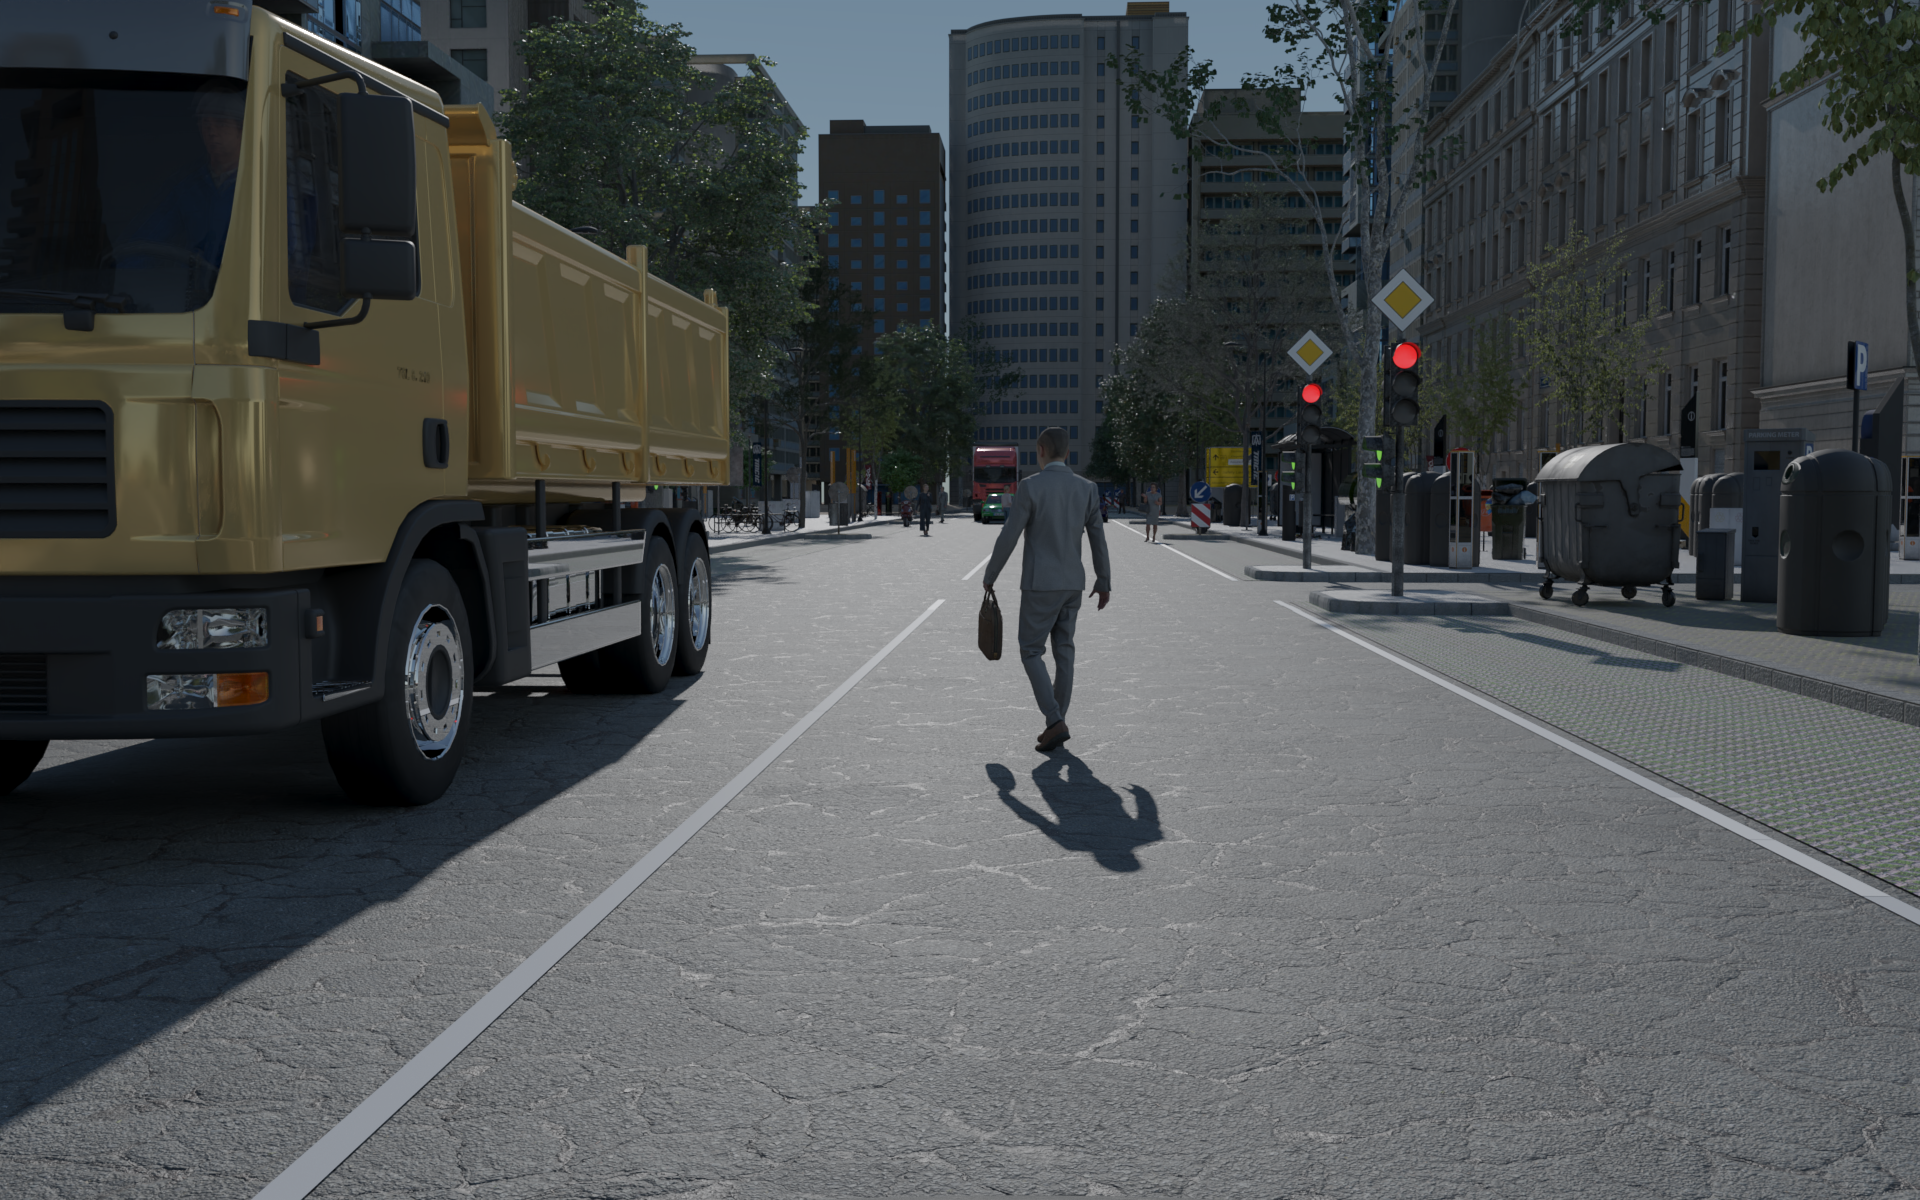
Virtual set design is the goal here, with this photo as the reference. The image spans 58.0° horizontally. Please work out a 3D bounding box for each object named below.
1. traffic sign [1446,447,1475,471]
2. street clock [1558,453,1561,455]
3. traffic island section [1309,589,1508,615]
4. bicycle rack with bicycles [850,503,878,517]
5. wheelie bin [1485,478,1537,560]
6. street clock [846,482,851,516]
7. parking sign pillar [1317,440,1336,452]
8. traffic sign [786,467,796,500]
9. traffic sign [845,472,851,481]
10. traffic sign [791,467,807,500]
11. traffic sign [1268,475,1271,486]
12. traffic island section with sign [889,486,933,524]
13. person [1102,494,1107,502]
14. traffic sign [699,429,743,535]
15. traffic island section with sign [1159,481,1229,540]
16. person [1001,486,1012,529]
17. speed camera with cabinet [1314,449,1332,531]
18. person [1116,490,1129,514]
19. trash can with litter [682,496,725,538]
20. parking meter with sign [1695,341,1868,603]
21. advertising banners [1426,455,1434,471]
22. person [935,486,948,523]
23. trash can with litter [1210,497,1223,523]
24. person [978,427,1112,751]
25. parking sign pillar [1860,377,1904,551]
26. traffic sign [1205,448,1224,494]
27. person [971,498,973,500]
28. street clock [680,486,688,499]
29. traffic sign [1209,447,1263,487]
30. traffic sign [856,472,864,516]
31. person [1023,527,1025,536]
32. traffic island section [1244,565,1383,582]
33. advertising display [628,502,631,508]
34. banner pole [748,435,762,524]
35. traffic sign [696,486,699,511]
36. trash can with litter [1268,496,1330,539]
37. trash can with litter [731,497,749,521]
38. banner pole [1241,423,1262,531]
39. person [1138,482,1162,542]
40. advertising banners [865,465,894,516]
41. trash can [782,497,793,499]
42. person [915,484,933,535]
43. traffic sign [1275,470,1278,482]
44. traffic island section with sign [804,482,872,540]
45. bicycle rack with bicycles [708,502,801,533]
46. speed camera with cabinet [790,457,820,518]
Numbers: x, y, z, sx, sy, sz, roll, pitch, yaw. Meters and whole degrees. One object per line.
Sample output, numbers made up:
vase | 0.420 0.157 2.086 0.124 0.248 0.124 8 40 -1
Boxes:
traffic sign | 13.643 -2.885 47.275 0.768 2.556 0.104 1 4 11
street clock | 10.562 -1.577 30.352 0.358 2.002 0.471 1 4 18
traffic island section | 5.525 0.030 21.793 2.009 0.180 2.903 0 4 3
bicycle rack with bicycles | -6.053 -5.146 97.524 2.925 0.926 2.852 -1 4 -13
wheelie bin | 10.754 -1.586 33.841 0.980 1.594 0.693 1 4 22
street clock | -6.412 -5.840 100.048 0.358 2.002 0.471 -2 4 -30
parking sign pillar | 17.319 -5.673 81.231 1.447 3.967 1.447 2 4 29
traffic sign | -7.800 -4.965 81.283 0.768 2.556 0.104 1 4 9
traffic sign | -6.381 -6.189 101.301 0.768 2.556 0.104 1 4 11
traffic sign | -7.525 -4.953 81.083 0.768 2.556 0.104 0 4 5
traffic sign | 15.800 -5.351 89.615 0.606 2.300 0.079 0 4 6
traffic island section with sign | -2.284 -4.494 82.104 1.989 1.847 2.006 0 4 3
person | 11.712 -7.929 141.397 1.065 1.426 0.557 -3 5 -43
traffic sign | -7.926 -3.716 54.628 2.265 3.308 0.079 1 4 12
traffic island section with sign | 7.415 -2.813 54.612 1.989 1.847 2.006 0 4 3
person | 1.759 -3.434 65.312 0.731 1.740 0.598 3 4 38
speed camera with cabinet | 12.285 -4.008 59.869 2.038 3.252 0.660 -1 4 -10
person | 11.630 -7.053 124.373 0.990 1.755 0.434 3 4 36
trash can with litter | -8.123 -2.414 50.529 2.233 1.210 1.678 2 4 28
parking meter with sign | 9.662 -1.480 20.465 1.738 3.016 0.543 3 5 41
advertising banners | 22.019 -5.047 78.711 2.074 3.025 0.090 -1 4 -20
person | -0.920 -4.780 86.756 0.694 1.812 0.767 3 4 36
trash can with litter | 11.665 -4.038 77.413 1.055 1.170 0.624 2 4 23
person | 0.499 -0.078 9.889 0.709 1.813 0.853 -2 4 -27
parking sign pillar | 21.007 -3.123 39.527 1.447 3.967 1.447 -3 5 -40
traffic sign | 11.855 -5.004 75.686 2.265 3.308 0.079 0 4 6
person | 1.427 -7.814 136.200 1.348 1.831 0.705 -3 5 -41
street clock | -11.957 -4.312 75.064 0.471 2.002 0.358 -1 4 -15
traffic sign | 11.838 -4.924 74.375 2.265 3.308 0.079 0 4 4
traffic sign | -5.888 -6.052 99.061 0.768 2.556 0.104 1 4 12
person | 1.833 -2.253 46.337 0.522 1.701 0.512 1 4 16
traffic island section | 5.984 -0.458 29.765 2.009 0.180 2.903 0 4 3
advertising display | -17.320 -5.213 90.447 0.974 1.923 0.123 0 4 5
banner pole | -8.726 -5.101 73.419 0.863 3.779 0.401 2 4 29
traffic sign | -7.902 -3.185 52.174 0.768 2.556 0.104 1 4 11
trash can with litter | 9.857 -2.373 49.859 1.678 1.210 2.233 0 4 -1
trash can with litter | -9.927 -4.144 79.139 1.055 1.170 0.624 0 4 -5
banner pole | 10.246 -4.321 60.670 0.401 3.779 0.863 -3 5 -42
person | 5.643 -2.615 51.614 0.716 1.782 0.532 1 4 19
advertising banners | -4.832 -6.525 102.873 2.074 3.025 0.090 2 4 32
trash can | -9.678 -5.247 97.446 0.748 1.137 0.748 0 3 0
person | -1.245 -3.172 60.784 0.576 1.772 0.534 -2 4 -26
traffic sign | 16.072 -5.277 86.392 0.768 2.556 0.104 0 4 4
traffic island section with sign | -3.844 -2.838 55.034 1.989 1.847 2.006 0 4 3
bicycle rack with bicycles | -7.105 -2.718 57.815 2.925 0.926 2.852 1 4 18
speed camera with cabinet | -8.340 -6.053 93.299 0.660 3.252 2.038 2 4 29
